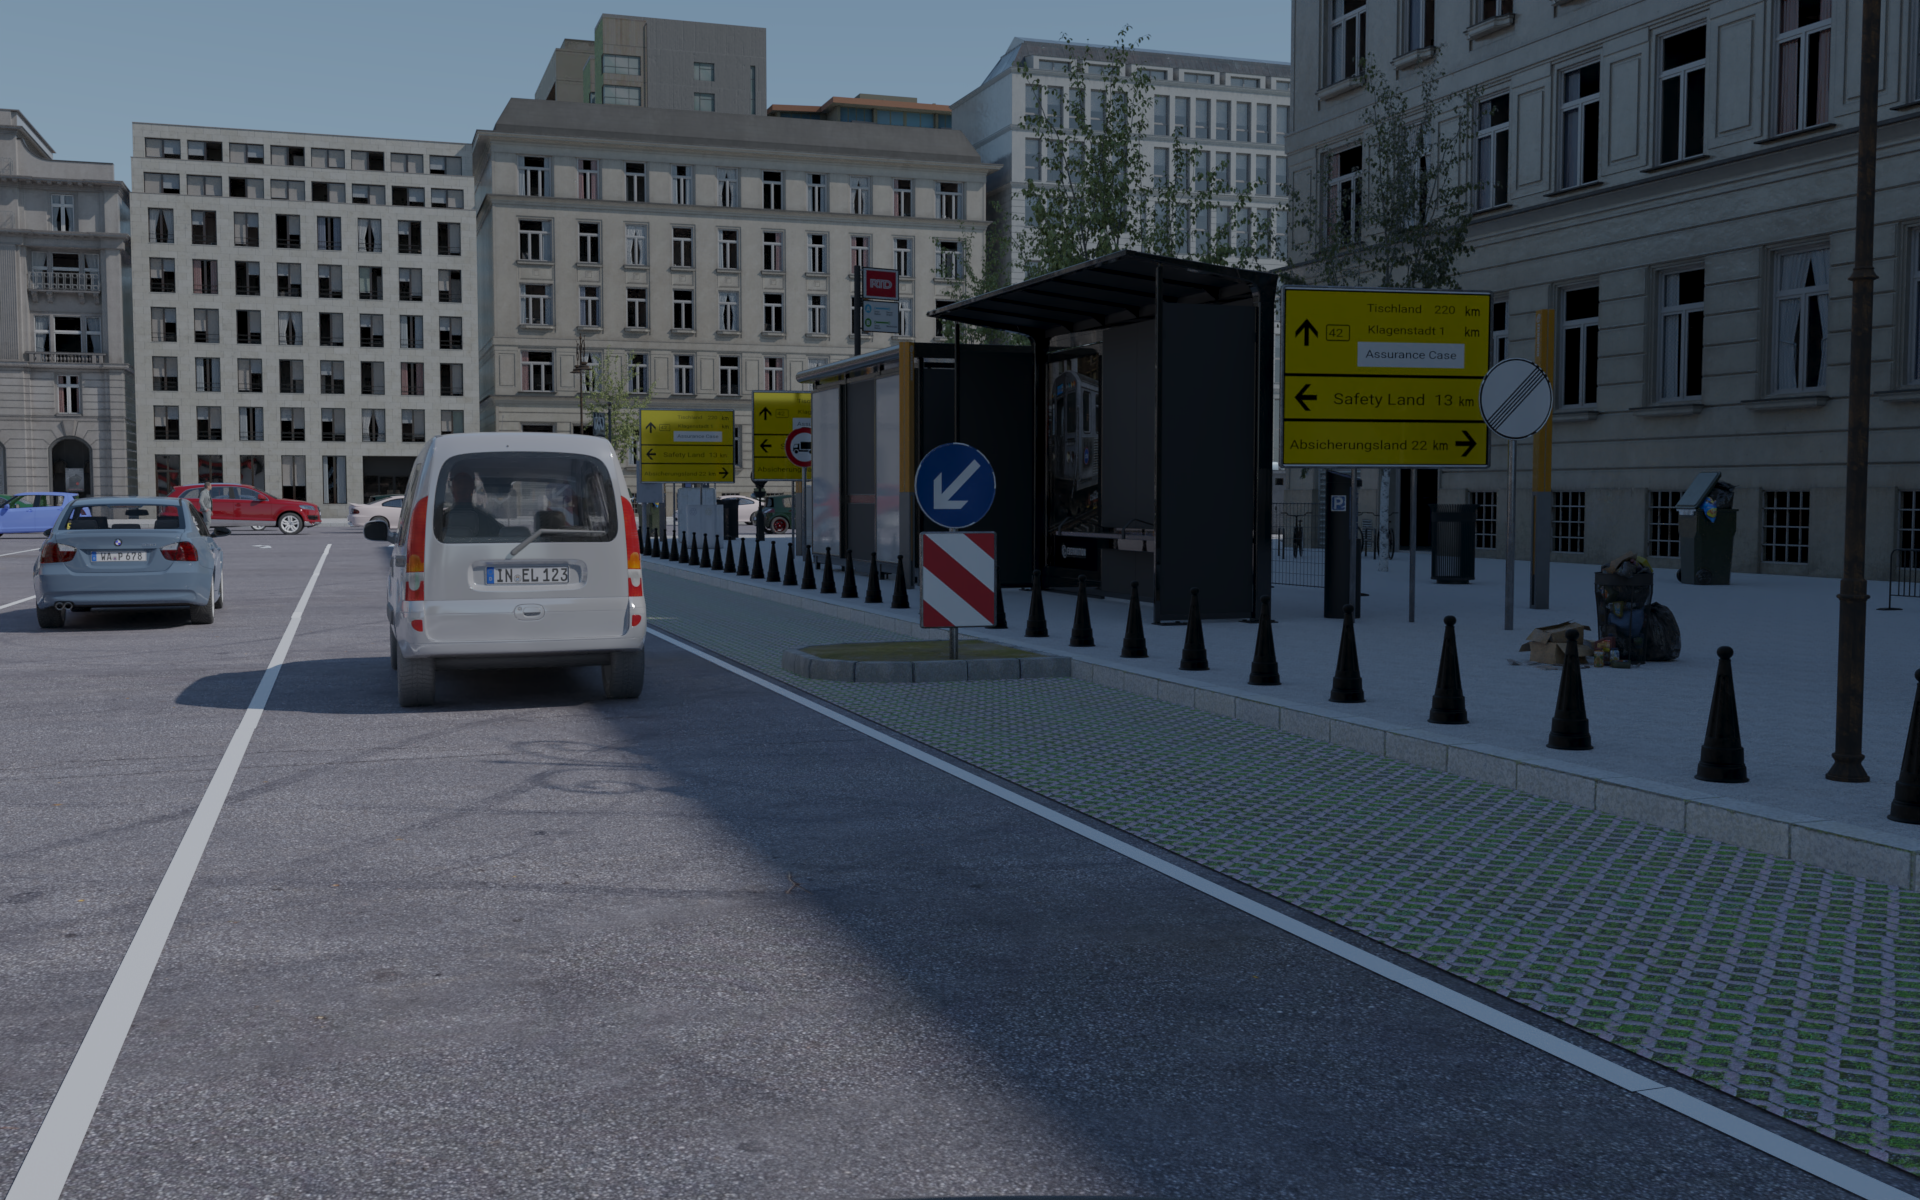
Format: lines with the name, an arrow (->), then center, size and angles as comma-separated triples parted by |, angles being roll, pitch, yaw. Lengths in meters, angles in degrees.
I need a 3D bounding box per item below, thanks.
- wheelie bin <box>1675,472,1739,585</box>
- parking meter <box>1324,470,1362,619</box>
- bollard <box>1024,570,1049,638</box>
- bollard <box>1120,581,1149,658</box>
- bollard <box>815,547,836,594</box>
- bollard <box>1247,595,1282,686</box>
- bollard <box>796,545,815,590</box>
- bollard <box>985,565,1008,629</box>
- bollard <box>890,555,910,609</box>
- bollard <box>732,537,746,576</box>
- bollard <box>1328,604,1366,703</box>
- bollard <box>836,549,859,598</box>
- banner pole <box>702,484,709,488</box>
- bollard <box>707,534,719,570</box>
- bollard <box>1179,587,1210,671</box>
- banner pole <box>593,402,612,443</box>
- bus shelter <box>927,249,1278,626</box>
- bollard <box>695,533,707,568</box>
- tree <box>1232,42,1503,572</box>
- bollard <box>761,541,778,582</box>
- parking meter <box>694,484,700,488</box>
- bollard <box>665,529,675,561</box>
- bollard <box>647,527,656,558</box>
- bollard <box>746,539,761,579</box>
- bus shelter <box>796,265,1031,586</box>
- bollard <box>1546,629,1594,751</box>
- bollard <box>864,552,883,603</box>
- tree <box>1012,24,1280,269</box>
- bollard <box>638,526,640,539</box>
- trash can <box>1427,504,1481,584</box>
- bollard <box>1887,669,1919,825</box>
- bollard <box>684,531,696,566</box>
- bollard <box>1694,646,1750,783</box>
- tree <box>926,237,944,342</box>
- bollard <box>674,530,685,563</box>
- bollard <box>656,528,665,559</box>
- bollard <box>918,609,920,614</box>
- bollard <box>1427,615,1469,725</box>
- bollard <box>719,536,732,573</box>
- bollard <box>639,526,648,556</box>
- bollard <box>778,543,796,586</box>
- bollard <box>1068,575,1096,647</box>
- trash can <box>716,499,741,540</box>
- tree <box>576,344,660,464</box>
wheelie bin -> 10.626, -1.023, 24.637 | 0.693, 1.594, 0.980 | 0, 4, -3
parking meter -> 3.964, -0.582, 17.922 | 0.372, 1.533, 0.369 | 0, 3, 0
bollard -> 0.690, 0.028, 15.576 | 0.229, 0.601, 0.229 | 0, 3, 0
bollard -> 1.374, 0.148, 13.623 | 0.229, 0.601, 0.229 | 0, 3, 0
bollard -> -1.703, -0.389, 22.399 | 0.229, 0.601, 0.229 | 0, 3, 0
bollard -> 2.056, 0.267, 11.677 | 0.229, 0.601, 0.229 | 0, 3, 0
bollard -> -2.042, -0.448, 23.369 | 0.229, 0.601, 0.229 | 0, 3, 0
bollard -> 0.349, -0.031, 16.544 | 0.229, 0.601, 0.229 | 0, 3, 0
bollard -> -0.671, -0.209, 19.463 | 0.229, 0.601, 0.229 | 0, 3, 0
bollard -> -3.417, -0.687, 27.276 | 0.229, 0.601, 0.229 | 0, 3, 0
bollard -> 2.398, 0.326, 10.709 | 0.229, 0.601, 0.229 | 0, 3, 0
bollard -> -1.364, -0.330, 21.430 | 0.229, 0.601, 0.229 | 0, 3, 0
banner pole -> -13.240, -6.042, 88.809 | 0.863, 3.779, 0.401 | 0, 4, 6
bollard -> -4.092, -0.806, 29.215 | 0.229, 0.601, 0.229 | 0, 3, 0
bollard -> 1.714, 0.207, 12.654 | 0.229, 0.601, 0.229 | 0, 3, 0
banner pole -> -9.618, -3.473, 46.802 | 0.401, 3.779, 0.863 | 2, 4, 33
bus shelter -> 1.393, -1.749, 19.872 | 1.731, 3.624, 6.357 | -1, 4, -19
bollard -> -4.435, -0.865, 30.183 | 0.229, 0.601, 0.229 | 0, 3, 0
tree -> 6.938, -4.792, 28.712 | 4.360, 8.622, 3.978 | 0, 3, 0
bollard -> -2.727, -0.567, 25.318 | 0.229, 0.601, 0.229 | 0, 3, 0
parking meter -> -13.071, -4.941, 86.489 | 0.255, 1.863, 0.399 | 3, 5, 42
bollard -> -5.461, -1.044, 33.110 | 0.229, 0.601, 0.229 | 0, 3, 0
bollard -> -6.152, -1.164, 35.076 | 0.229, 0.601, 0.229 | 0, 3, 0
bollard -> -3.071, -0.627, 26.293 | 0.229, 0.601, 0.229 | 0, 3, 0
bus shelter -> -1.236, -3.095, 28.234 | 2.179, 5.291, 8.768 | -1, 4, -19
bollard -> 3.087, 0.446, 8.750 | 0.229, 0.601, 0.229 | 0, 3, 0
bollard -> -1.018, -0.269, 20.444 | 0.229, 0.601, 0.229 | 0, 3, 0
tree -> 2.604, -4.726, 27.641 | 4.737, 8.622, 4.395 | 0, 3, 0
bollard -> -6.836, -1.283, 37.026 | 0.229, 0.601, 0.229 | 0, 3, 0
trash can -> 7.060, -0.803, 24.784 | 0.748, 1.137, 0.748 | 0, 3, 0
bollard -> 3.772, 0.566, 6.789 | 0.229, 0.601, 0.229 | 0, 3, 0
bollard -> -4.780, -0.925, 31.162 | 0.229, 0.601, 0.229 | 0, 3, 0
bollard -> 3.425, 0.506, 7.770 | 0.229, 0.601, 0.229 | 0, 3, 0
tree -> 0.938, -5.868, 46.303 | 4.737, 8.622, 4.395 | 0, 3, 0
bollard -> -5.117, -0.984, 32.132 | 0.229, 0.601, 0.229 | 0, 3, 0
bollard -> -5.804, -1.104, 34.085 | 0.229, 0.601, 0.229 | 0, 3, 0
bollard -> -0.332, -0.150, 18.494 | 0.229, 0.601, 0.229 | 0, 3, 0
bollard -> 2.746, 0.386, 9.723 | 0.229, 0.601, 0.229 | 0, 3, 0
bollard -> -3.753, -0.746, 28.246 | 0.229, 0.601, 0.229 | 0, 3, 0
bollard -> -6.490, -1.223, 36.045 | 0.229, 0.601, 0.229 | 0, 3, 0
bollard -> -2.386, -0.508, 24.339 | 0.229, 0.601, 0.229 | 0, 3, 0
bollard -> 1.031, 0.088, 14.604 | 0.229, 0.601, 0.229 | 0, 3, 0
trash can -> -6.488, -2.246, 48.373 | 0.748, 1.137, 0.748 | 0, 3, 0
tree -> -17.127, -8.316, 86.326 | 4.737, 8.622, 4.395 | 0, 3, 0
